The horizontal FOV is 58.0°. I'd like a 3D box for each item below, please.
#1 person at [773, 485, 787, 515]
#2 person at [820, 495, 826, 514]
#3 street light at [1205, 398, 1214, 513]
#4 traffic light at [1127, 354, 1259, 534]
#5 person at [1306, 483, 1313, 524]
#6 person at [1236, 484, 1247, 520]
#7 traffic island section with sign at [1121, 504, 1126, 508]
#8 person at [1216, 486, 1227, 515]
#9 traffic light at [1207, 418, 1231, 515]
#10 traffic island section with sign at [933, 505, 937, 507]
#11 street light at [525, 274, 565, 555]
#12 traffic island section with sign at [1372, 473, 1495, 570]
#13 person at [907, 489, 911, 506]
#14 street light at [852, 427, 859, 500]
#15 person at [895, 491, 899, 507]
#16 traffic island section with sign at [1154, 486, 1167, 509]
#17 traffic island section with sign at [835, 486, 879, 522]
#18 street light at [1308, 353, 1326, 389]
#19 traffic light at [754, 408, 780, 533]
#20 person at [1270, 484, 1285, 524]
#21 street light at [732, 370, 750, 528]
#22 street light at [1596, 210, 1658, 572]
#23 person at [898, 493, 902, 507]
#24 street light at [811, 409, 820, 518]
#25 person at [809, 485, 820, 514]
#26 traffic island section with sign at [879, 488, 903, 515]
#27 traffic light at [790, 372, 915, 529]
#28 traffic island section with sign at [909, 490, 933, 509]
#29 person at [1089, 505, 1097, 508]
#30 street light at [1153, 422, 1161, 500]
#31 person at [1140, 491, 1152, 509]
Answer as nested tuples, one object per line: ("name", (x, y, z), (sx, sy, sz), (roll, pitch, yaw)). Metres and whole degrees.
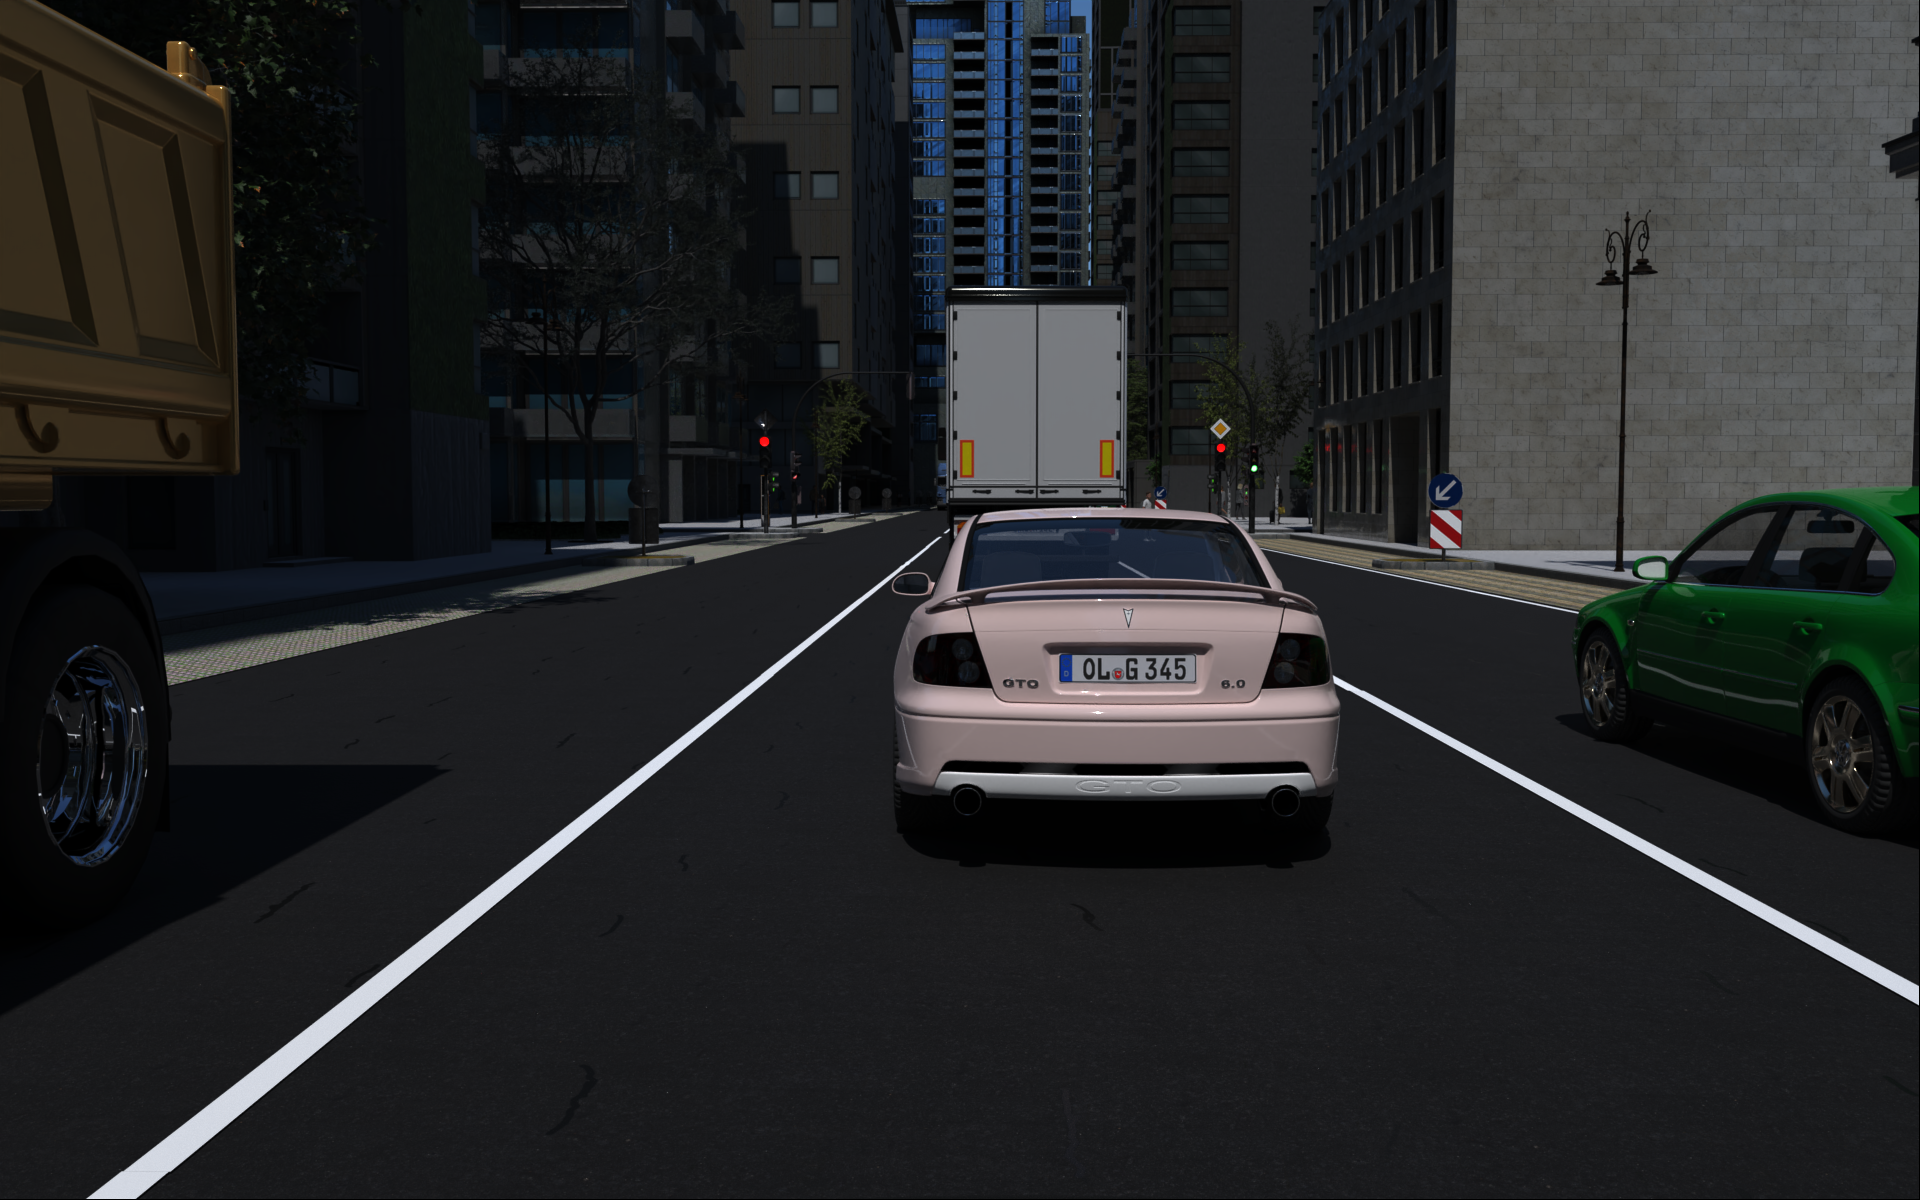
("person", (-11.179, -6.203, 107.450), (0.713, 1.824, 0.794), (3, 4, 36))
("person", (-8.724, -6.077, 110.067), (0.362, 1.253, 0.373), (0, 4, 4))
("street light", (12.034, -6.761, 83.337), (0.468, 5.910, 1.993), (0, 4, 1))
("traffic light", (7.355, -4.978, 56.054), (4.771, 5.953, 1.251), (0, 4, 1))
("person", (14.999, -4.109, 73.648), (0.576, 1.772, 0.534), (0, 4, -2))
("person", (13.971, -4.891, 86.196), (0.526, 1.800, 0.537), (-1, 4, -16))
("traffic island section with sign", (10.672, -6.574, 116.104), (1.989, 1.847, 2.006), (0, 4, 1))
("person", (13.892, -5.193, 91.700), (0.760, 1.731, 0.466), (2, 4, 23))
("traffic light", (9.604, -4.600, 64.138), (0.839, 4.253, 0.868), (0, 4, 1))
("traffic island section with sign", (-3.336, -11.323, 193.759), (1.989, 1.847, 2.006), (0, 4, 1))
("street light", (-8.751, -3.906, 36.656), (0.468, 5.910, 1.993), (0, 4, 1))
("traffic island section with sign", (9.040, -1.513, 33.362), (1.989, 1.847, 2.006), (0, 4, 1))
("person", (-5.549, -11.181, 188.834), (0.705, 1.826, 1.348), (0, 4, 6))
("street light", (-7.156, -8.979, 119.598), (0.468, 5.910, 1.993), (0, 4, 1))
("person", (-6.284, -10.175, 173.878), (0.415, 1.643, 0.593), (0, 4, 2))
("traffic island section with sign", (10.137, -4.925, 89.155), (1.989, 1.847, 2.006), (0, 4, 1))
("traffic island section with sign", (-5.376, -4.933, 89.274), (1.989, 1.847, 2.006), (0, 4, 1))
("street light", (11.546, -5.069, 55.669), (0.468, 5.910, 1.993), (0, 4, 1))
("traffic light", (-6.311, -4.130, 56.446), (0.839, 4.253, 0.868), (0, 4, 1))
("person", (13.763, -4.209, 75.084), (0.699, 1.804, 1.509), (1, 4, 12))
("street light", (-8.179, -5.622, 64.713), (0.468, 5.910, 1.993), (0, 4, 1))
("street light", (10.914, -3.407, 28.494), (0.468, 5.910, 1.993), (0, 4, 1))
("person", (-5.908, -9.852, 170.314), (0.628, 1.438, 0.799), (-3, 5, -41))
("street light", (-7.680, -7.317, 92.421), (0.468, 5.910, 1.993), (0, 4, 1))
("person", (-9.161, -6.320, 109.286), (0.656, 1.842, 0.836), (-1, 4, -15))
("traffic island section with sign", (-4.854, -6.581, 116.224), (1.989, 1.847, 2.006), (0, 4, 1))
("traffic light", (-4.061, -5.490, 64.424), (4.771, 5.953, 1.251), (0, 4, 1))
("traffic island section with sign", (-3.861, -9.675, 166.809), (1.989, 1.847, 2.006), (0, 4, 1))
("person", (4.320, -2.660, 56.247), (0.306, 1.304, 0.590), (1, 4, 15))
("street light", (12.584, -8.451, 110.960), (0.468, 5.910, 1.993), (0, 4, 1))
("person", (5.684, -2.520, 52.293), (0.523, 1.515, 0.503), (0, 4, -1))
